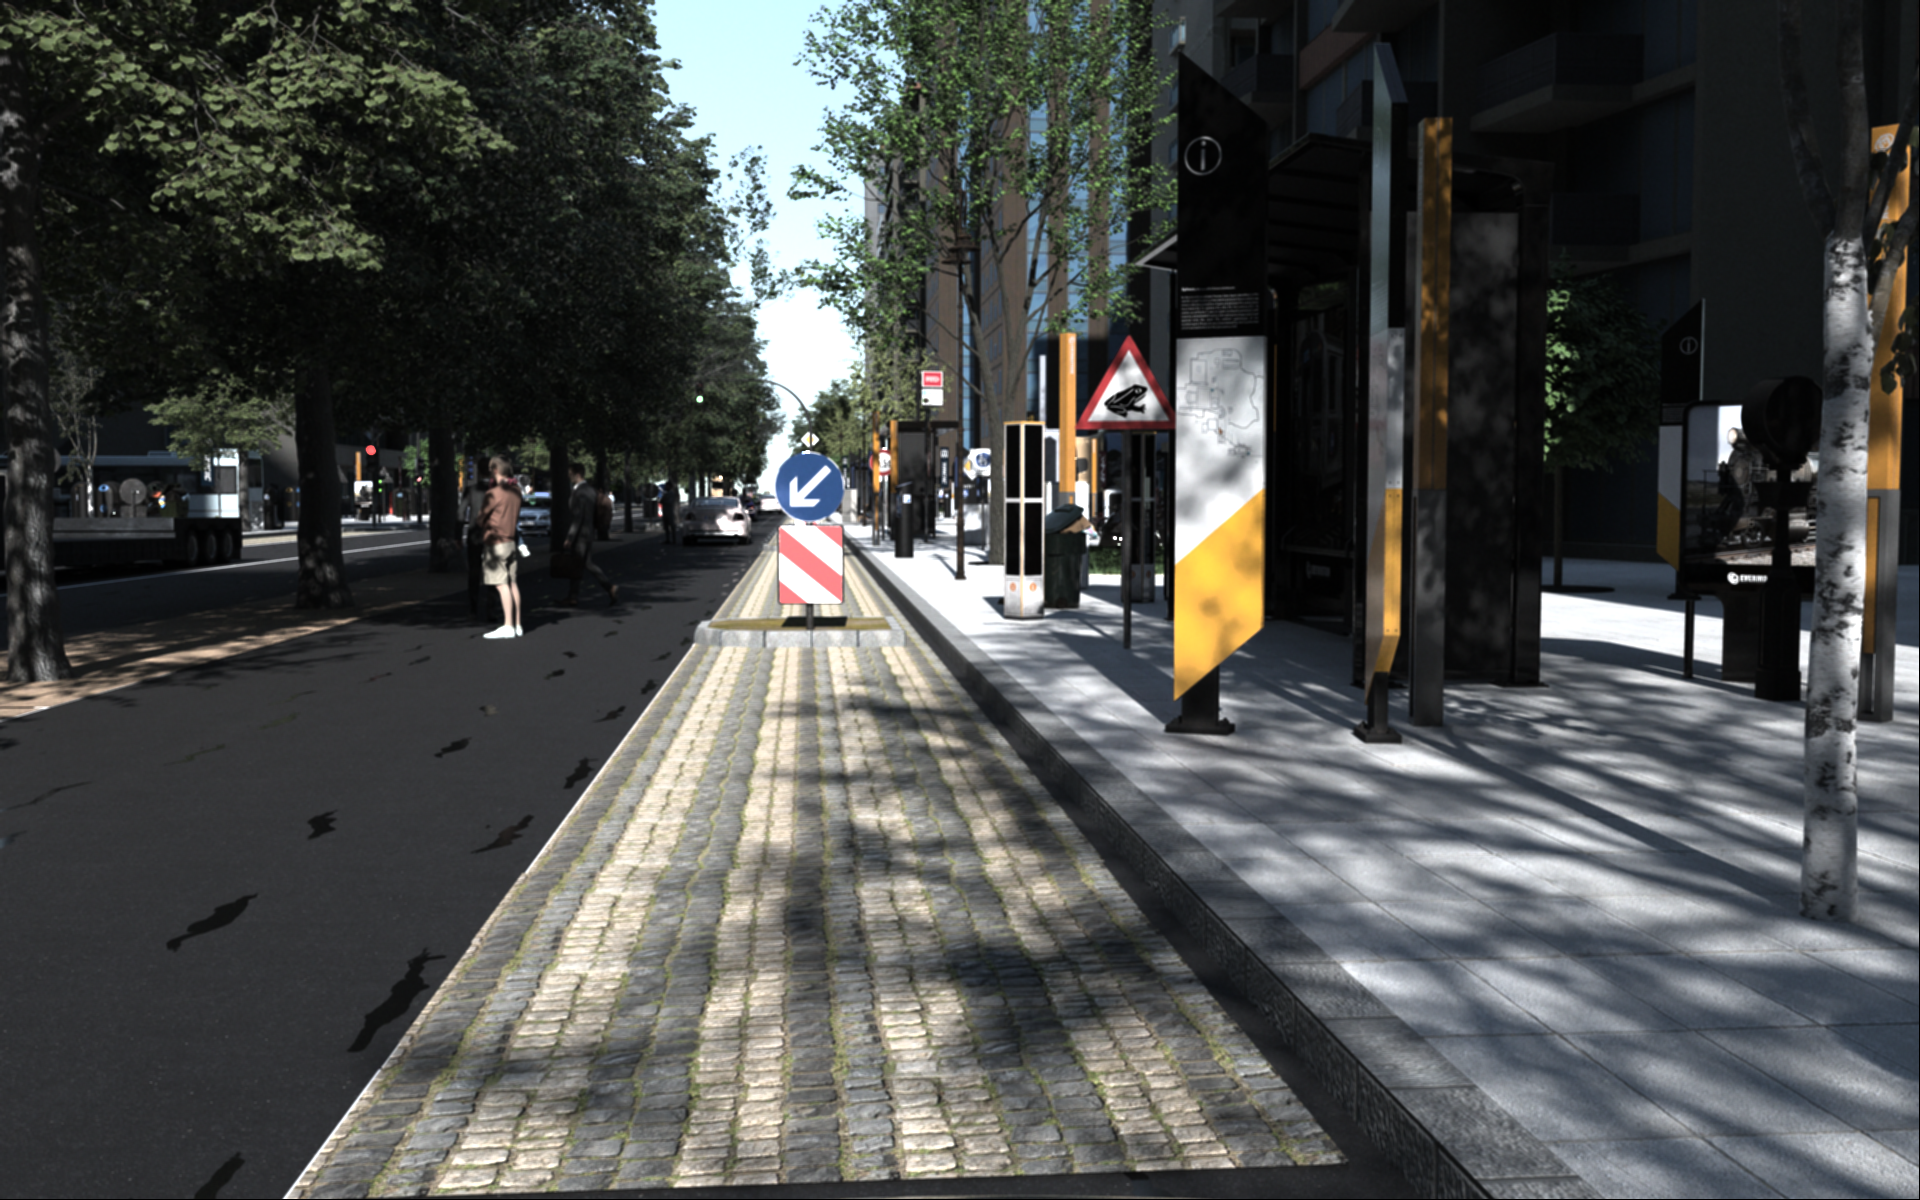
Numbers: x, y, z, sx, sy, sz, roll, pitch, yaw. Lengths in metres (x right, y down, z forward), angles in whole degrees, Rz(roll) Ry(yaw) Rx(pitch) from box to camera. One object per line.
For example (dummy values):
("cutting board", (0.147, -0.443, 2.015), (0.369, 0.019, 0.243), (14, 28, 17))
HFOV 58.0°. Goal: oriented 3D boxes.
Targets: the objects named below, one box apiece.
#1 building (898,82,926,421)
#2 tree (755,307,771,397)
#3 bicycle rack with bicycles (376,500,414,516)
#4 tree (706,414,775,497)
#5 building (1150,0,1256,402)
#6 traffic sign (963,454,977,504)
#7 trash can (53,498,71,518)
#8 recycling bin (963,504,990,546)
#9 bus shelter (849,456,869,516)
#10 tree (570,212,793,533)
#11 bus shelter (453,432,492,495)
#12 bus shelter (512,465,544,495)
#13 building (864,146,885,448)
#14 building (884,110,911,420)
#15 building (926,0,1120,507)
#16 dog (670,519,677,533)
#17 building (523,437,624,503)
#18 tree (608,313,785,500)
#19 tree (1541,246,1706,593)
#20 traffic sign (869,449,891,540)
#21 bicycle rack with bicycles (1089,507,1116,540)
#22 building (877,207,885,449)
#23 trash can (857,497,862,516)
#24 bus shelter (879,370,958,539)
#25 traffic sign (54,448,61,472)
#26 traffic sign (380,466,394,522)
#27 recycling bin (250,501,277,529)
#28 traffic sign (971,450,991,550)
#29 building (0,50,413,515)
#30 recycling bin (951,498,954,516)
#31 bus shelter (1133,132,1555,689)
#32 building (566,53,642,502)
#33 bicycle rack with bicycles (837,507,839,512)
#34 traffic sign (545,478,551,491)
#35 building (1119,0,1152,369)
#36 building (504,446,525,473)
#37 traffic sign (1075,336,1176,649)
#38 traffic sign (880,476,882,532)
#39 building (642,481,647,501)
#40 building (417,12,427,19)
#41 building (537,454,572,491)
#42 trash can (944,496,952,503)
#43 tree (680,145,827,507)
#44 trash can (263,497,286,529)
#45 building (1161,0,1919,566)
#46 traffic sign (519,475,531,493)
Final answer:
("building", (4.767, -32.376, 183.975), (22.147, 44.769, 28.867), (0, 4, -5))
("tree", (-13.240, -10.452, 79.998), (9.857, 13.997, 8.962), (0, 3, 0))
("bicycle rack with bicycles", (-32.733, -5.262, 99.415), (2.852, 0.926, 2.925), (0, 4, 4))
("tree", (-18.688, -12.308, 138.099), (8.767, 10.594, 7.601), (0, 4, -5))
("building", (21.854, -28.892, 96.080), (21.600, 48.544, 21.300), (0, 4, -5))
("traffic sign", (0.326, -2.790, 46.807), (0.795, 2.450, 0.064), (0, 4, -4))
("trash can", (-29.499, -2.758, 56.744), (0.748, 1.137, 0.748), (0, 3, 0))
("recycling bin", (0.356, -1.882, 43.323), (0.722, 1.027, 0.722), (1, 4, 10))
("bus shelter", (-4.853, -6.068, 93.127), (2.014, 3.302, 5.546), (0, 4, -5))
("tree", (-12.217, -9.202, 63.277), (12.009, 13.543, 11.850), (0, 3, 0))
("bus shelter", (-28.491, -7.514, 100.482), (2.179, 5.291, 8.768), (0, 4, -5))
("bus shelter", (-31.198, -7.962, 124.109), (2.014, 3.302, 5.546), (0, 4, -5))
("building", (-5.865, -46.163, 296.767), (21.231, 58.520, 28.212), (0, 4, -5))
("building", (2.068, -35.792, 208.906), (21.300, 48.544, 21.600), (0, 4, -5))
("building", (4.548, -30.255, 144.783), (14.600, 45.320, 14.200), (0, 4, -5))
("dog", (-10.696, -2.770, 64.571), (0.406, 0.507, 0.540), (-3, 4, -38))
("building", (-60.681, -36.648, 253.822), (22.147, 44.769, 28.867), (0, 4, -5))
("tree", (-15.510, -11.281, 103.906), (9.611, 12.733, 9.660), (0, 3, 0))
("tree", (7.963, -2.410, 23.120), (4.285, 4.588, 4.351), (0, 3, 0))
("traffic sign", (-2.158, -2.969, 48.645), (0.768, 2.556, 0.104), (0, 4, -1))
("bicycle rack with bicycles", (4.011, -2.186, 49.120), (2.925, 0.926, 2.852), (-1, 4, -14))
("building", (-1.352, -39.656, 267.984), (23.786, 49.044, 30.456), (0, 4, -5))
("trash can", (-5.137, -4.434, 84.146), (0.748, 1.137, 0.748), (0, 3, 0))
("bus shelter", (-1.396, -4.656, 53.756), (2.179, 5.291, 8.768), (0, 4, -5))
("traffic sign", (-23.999, -2.776, 45.500), (0.768, 2.556, 0.104), (0, 4, -2))
("traffic sign", (-26.778, -4.923, 80.498), (0.884, 2.594, 0.081), (0, 4, -4))
("recycling bin", (-25.708, -3.143, 63.942), (0.722, 1.027, 0.722), (0, 4, 1))
("traffic sign", (0.523, -2.277, 39.365), (0.606, 2.300, 0.079), (0, 4, -5))
("building", (-47.270, -29.509, 106.179), (21.300, 48.544, 21.600), (0, 4, -5))
("recycling bin", (-0.301, -5.554, 103.355), (0.722, 1.027, 0.722), (-2, 4, -25))
("bus shelter", (2.860, -1.418, 14.471), (1.731, 3.624, 6.357), (0, 4, -5))
("building", (-62.202, -51.349, 277.810), (20.563, 71.187, 20.611), (0, 4, -5))
("bicycle rack with bicycles", (-8.185, -6.848, 125.342), (2.852, 0.926, 2.925), (-1, 4, -17))
("traffic sign", (-32.403, -8.355, 136.713), (0.768, 2.556, 0.104), (0, 4, 3))
("building", (8.960, -28.505, 116.171), (14.600, 45.320, 14.200), (0, 4, -5))
("building", (-47.652, -28.876, 155.716), (14.154, 41.232, 14.086), (0, 4, -5))
("traffic sign", (1.386, -0.875, 14.306), (0.884, 2.594, 0.081), (0, 4, 2))
("traffic sign", (-2.652, -3.461, 58.714), (0.606, 2.300, 0.079), (0, 4, 4))
("building", (-61.154, -37.497, 296.677), (14.154, 41.232, 14.086), (0, 4, -5))
("building", (-44.403, -27.583, 134.581), (14.154, 41.232, 14.086), (0, 4, -5))
("building", (-52.469, -31.493, 198.512), (14.154, 41.232, 14.086), (0, 4, -5))
("trash can", (-0.941, -7.566, 135.361), (0.748, 1.137, 0.748), (0, 3, 0))
("tree", (-13.228, -14.330, 92.647), (12.611, 20.169, 13.585), (0, 3, 0))
("trash can", (-24.937, -3.145, 63.072), (0.748, 1.137, 0.748), (0, 3, 0))
("building", (18.718, -23.800, 43.757), (22.147, 44.769, 28.867), (0, 4, -5))
("traffic sign", (-29.369, -7.147, 116.957), (0.768, 2.556, 0.104), (0, 4, -4))
